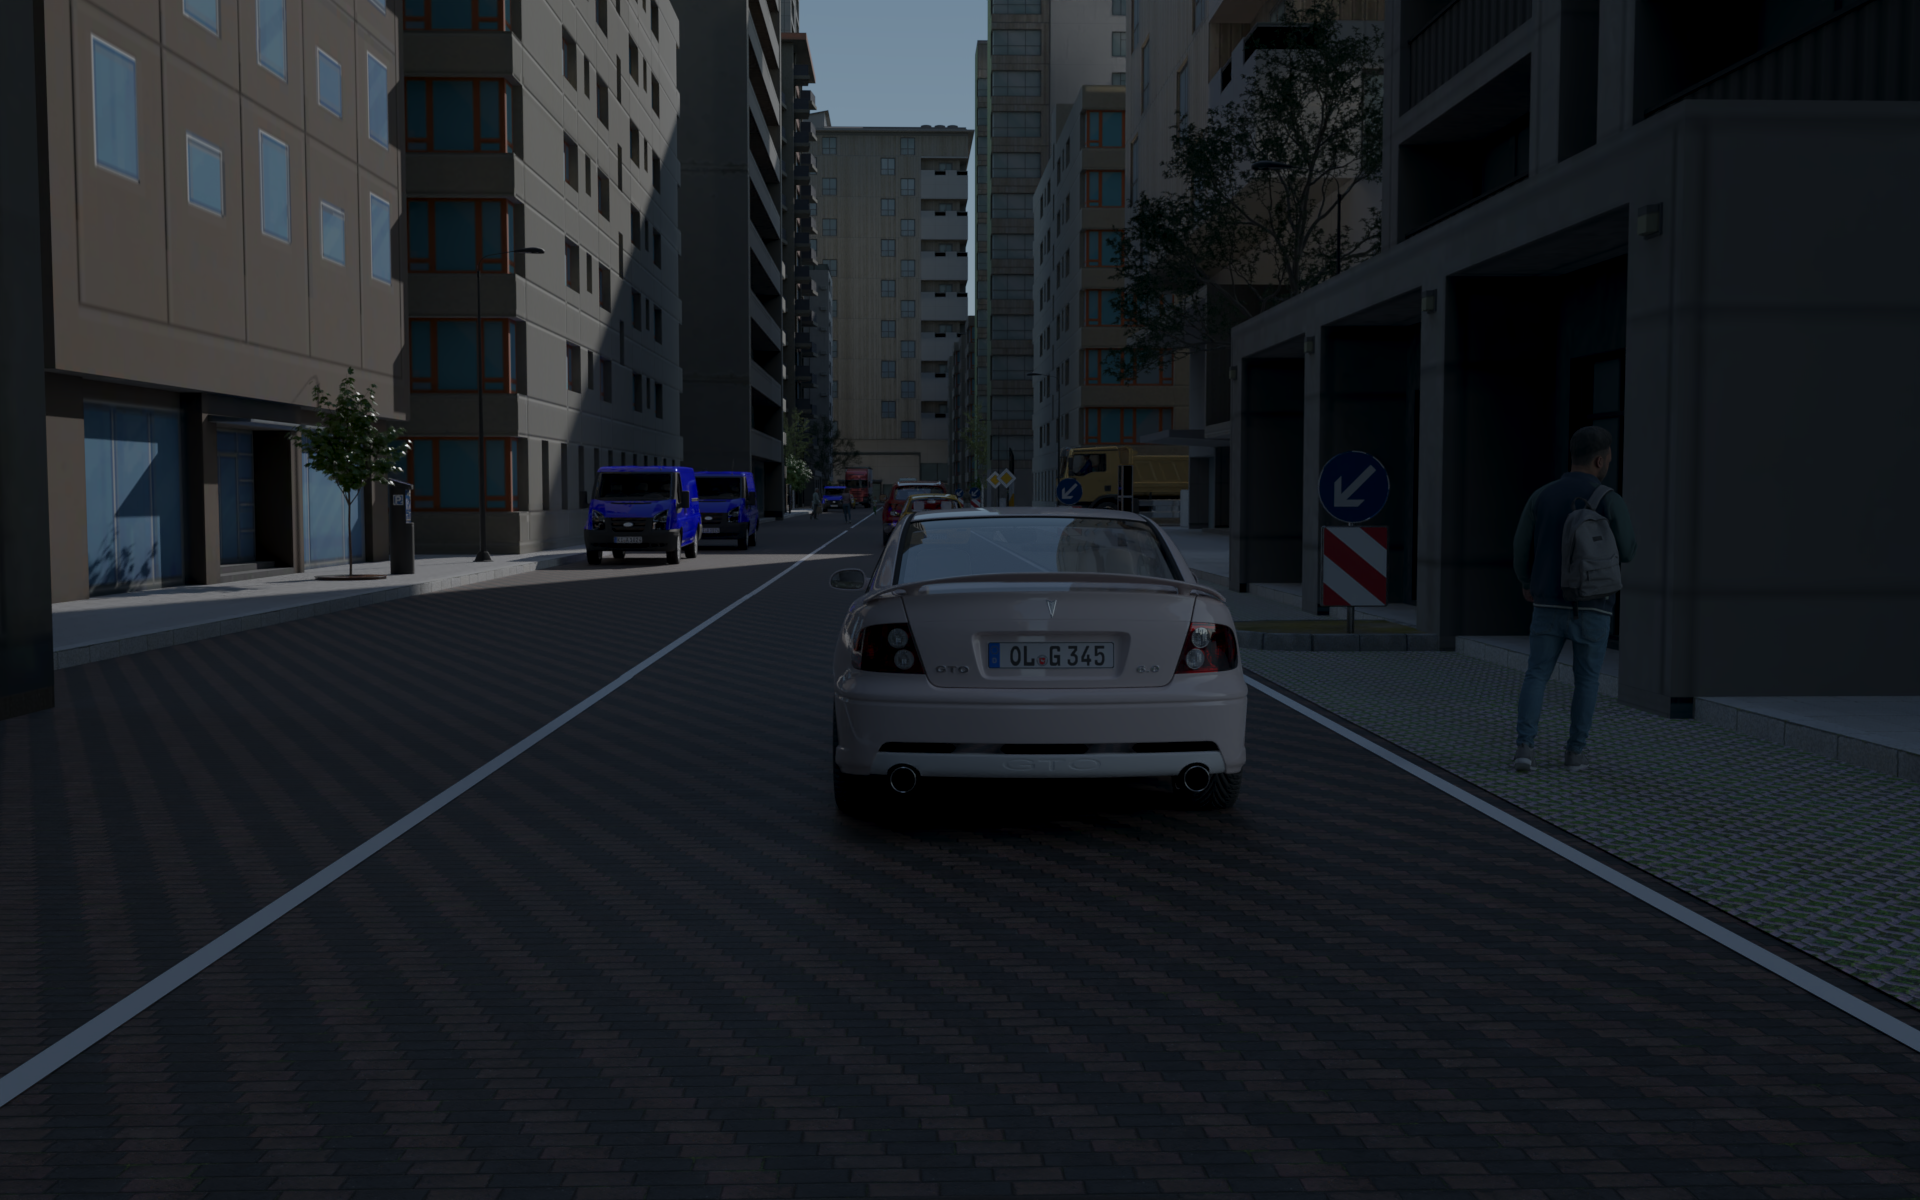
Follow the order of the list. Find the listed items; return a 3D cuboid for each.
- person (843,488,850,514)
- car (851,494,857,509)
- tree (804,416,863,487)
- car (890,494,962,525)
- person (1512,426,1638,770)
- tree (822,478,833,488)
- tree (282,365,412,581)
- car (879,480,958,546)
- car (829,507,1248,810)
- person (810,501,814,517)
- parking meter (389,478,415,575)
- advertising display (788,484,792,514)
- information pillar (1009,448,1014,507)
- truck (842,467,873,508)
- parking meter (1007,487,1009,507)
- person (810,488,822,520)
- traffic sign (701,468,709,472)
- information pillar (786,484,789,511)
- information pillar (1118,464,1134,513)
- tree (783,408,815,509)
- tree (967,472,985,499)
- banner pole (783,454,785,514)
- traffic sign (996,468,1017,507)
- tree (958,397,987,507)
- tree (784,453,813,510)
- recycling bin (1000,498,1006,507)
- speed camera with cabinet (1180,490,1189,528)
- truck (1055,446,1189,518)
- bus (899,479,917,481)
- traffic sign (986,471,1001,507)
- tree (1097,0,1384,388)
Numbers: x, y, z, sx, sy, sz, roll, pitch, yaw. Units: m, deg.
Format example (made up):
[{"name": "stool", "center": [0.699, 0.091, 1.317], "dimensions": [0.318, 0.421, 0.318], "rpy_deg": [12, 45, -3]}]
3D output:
[{"name": "person", "center": [-8.208, -7.201, 126.035], "dimensions": [0.655, 1.846, 0.447], "rpy_deg": [3, 4, 39]}, {"name": "car", "center": [-10.830, -9.478, 165.186], "dimensions": [2.015, 1.641, 3.980], "rpy_deg": [0, 4, -2]}, {"name": "tree", "center": [-15.429, -16.410, 202.716], "dimensions": [8.767, 10.594, 7.601], "rpy_deg": [0, 4, 3]}, {"name": "car", "center": [-0.687, -1.957, 42.227], "dimensions": [2.015, 1.641, 3.980], "rpy_deg": [0, 4, -3]}, {"name": "person", "center": [3.158, -0.005, 8.927], "dimensions": [0.623, 1.781, 0.721], "rpy_deg": [2, 4, 24]}, {"name": "tree", "center": [-15.630, -13.051, 207.979], "dimensions": [1.663, 3.219, 1.824], "rpy_deg": [0, 3, 0]}, {"name": "tree", "center": [-9.053, -1.923, 26.040], "dimensions": [1.663, 3.219, 1.824], "rpy_deg": [0, 3, 0]}, {"name": "car", "center": [-1.177, -2.491, 49.398], "dimensions": [2.281, 1.827, 5.304], "rpy_deg": [0, 4, -2]}, {"name": "car", "center": [0.316, 0.190, 9.255], "dimensions": [2.083, 1.381, 4.827], "rpy_deg": [0, 4, -1]}, {"name": "person", "center": [-9.136, -5.799, 108.336], "dimensions": [0.505, 1.210, 0.382], "rpy_deg": [-3, 5, -42]}, {"name": "parking meter", "center": [-8.940, -1.182, 27.735], "dimensions": [0.372, 1.533, 0.369], "rpy_deg": [0, 3, 0]}, {"name": "advertising display", "center": [-11.168, -6.633, 113.656], "dimensions": [0.123, 1.923, 0.974], "rpy_deg": [0, 4, 1]}, {"name": "information pillar", "center": [2.583, -5.846, 86.929], "dimensions": [0.183, 3.616, 0.504], "rpy_deg": [-1, 4, -21]}, {"name": "truck", "center": [-10.540, -11.688, 180.005], "dimensions": [2.839, 4.237, 11.283], "rpy_deg": [0, 4, -1]}, {"name": "parking meter", "center": [2.754, -5.612, 97.470], "dimensions": [0.255, 1.863, 0.399], "rpy_deg": [2, 4, 26]}, {"name": "person", "center": [-8.056, -5.380, 96.941], "dimensions": [0.515, 1.767, 0.782], "rpy_deg": [-2, 4, -29]}, {"name": "traffic sign", "center": [-9.709, -3.819, 66.088], "dimensions": [0.795, 2.450, 0.064], "rpy_deg": [0, 4, -2]}, {"name": "information pillar", "center": [-12.849, -7.596, 128.684], "dimensions": [0.304, 2.012, 0.304], "rpy_deg": [-3, 5, -45]}, {"name": "information pillar", "center": [4.066, -2.328, 42.557], "dimensions": [0.304, 2.012, 0.304], "rpy_deg": [-1, 4, -15]}, {"name": "tree", "center": [-14.279, -11.961, 145.927], "dimensions": [4.737, 8.622, 4.395], "rpy_deg": [0, 3, 0]}, {"name": "tree", "center": [1.658, -9.653, 152.422], "dimensions": [1.663, 3.219, 1.824], "rpy_deg": [0, 3, 0]}, {"name": "banner pole", "center": [-11.071, -7.253, 108.600], "dimensions": [0.401, 3.779, 0.863], "rpy_deg": [0, 4, 3]}, {"name": "traffic sign", "center": [1.779, -3.841, 66.450], "dimensions": [0.795, 2.450, 0.064], "rpy_deg": [0, 4, -2]}, {"name": "tree", "center": [1.956, -11.163, 132.883], "dimensions": [4.737, 8.622, 4.395], "rpy_deg": [0, 3, 0]}, {"name": "tree", "center": [-13.567, -9.537, 139.639], "dimensions": [4.285, 4.588, 4.351], "rpy_deg": [0, 3, 0]}, {"name": "recycling bin", "center": [2.760, -5.889, 108.844], "dimensions": [0.722, 1.027, 0.722], "rpy_deg": [0, 4, -7]}, {"name": "speed camera with cabinet", "center": [9.390, -4.433, 66.816], "dimensions": [2.038, 3.252, 0.660], "rpy_deg": [-3, 5, -41]}, {"name": "truck", "center": [7.958, -4.574, 70.711], "dimensions": [9.791, 3.379, 3.469], "rpy_deg": [0, 4, -3]}, {"name": "bus", "center": [-6.227, -13.307, 212.430], "dimensions": [2.948, 3.499, 13.247], "rpy_deg": [0, 3, 0]}, {"name": "traffic sign", "center": [1.513, -4.330, 74.431], "dimensions": [0.795, 2.450, 0.064], "rpy_deg": [0, 4, -2]}, {"name": "tree", "center": [5.885, -5.954, 31.762], "dimensions": [7.601, 10.594, 8.767], "rpy_deg": [3, 5, 44]}]
